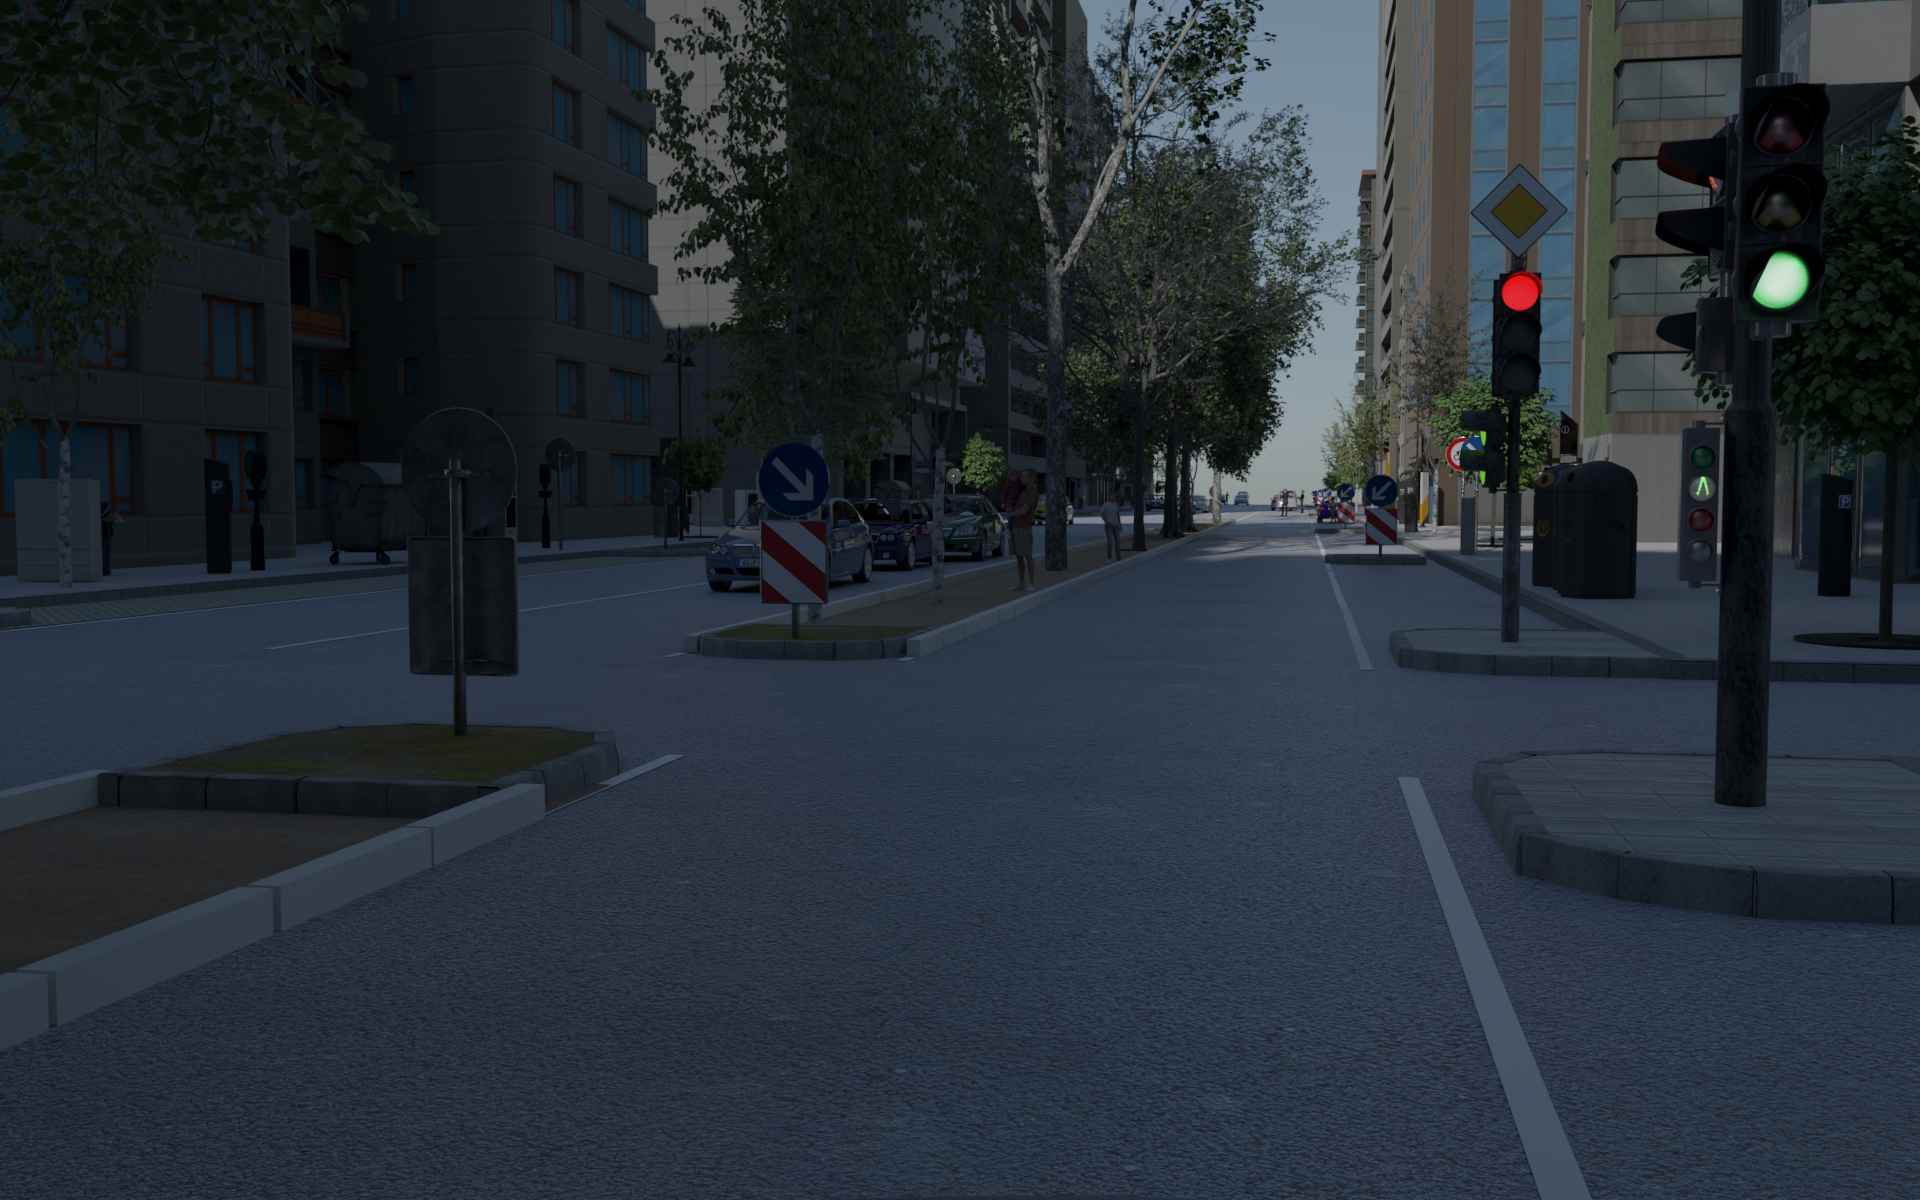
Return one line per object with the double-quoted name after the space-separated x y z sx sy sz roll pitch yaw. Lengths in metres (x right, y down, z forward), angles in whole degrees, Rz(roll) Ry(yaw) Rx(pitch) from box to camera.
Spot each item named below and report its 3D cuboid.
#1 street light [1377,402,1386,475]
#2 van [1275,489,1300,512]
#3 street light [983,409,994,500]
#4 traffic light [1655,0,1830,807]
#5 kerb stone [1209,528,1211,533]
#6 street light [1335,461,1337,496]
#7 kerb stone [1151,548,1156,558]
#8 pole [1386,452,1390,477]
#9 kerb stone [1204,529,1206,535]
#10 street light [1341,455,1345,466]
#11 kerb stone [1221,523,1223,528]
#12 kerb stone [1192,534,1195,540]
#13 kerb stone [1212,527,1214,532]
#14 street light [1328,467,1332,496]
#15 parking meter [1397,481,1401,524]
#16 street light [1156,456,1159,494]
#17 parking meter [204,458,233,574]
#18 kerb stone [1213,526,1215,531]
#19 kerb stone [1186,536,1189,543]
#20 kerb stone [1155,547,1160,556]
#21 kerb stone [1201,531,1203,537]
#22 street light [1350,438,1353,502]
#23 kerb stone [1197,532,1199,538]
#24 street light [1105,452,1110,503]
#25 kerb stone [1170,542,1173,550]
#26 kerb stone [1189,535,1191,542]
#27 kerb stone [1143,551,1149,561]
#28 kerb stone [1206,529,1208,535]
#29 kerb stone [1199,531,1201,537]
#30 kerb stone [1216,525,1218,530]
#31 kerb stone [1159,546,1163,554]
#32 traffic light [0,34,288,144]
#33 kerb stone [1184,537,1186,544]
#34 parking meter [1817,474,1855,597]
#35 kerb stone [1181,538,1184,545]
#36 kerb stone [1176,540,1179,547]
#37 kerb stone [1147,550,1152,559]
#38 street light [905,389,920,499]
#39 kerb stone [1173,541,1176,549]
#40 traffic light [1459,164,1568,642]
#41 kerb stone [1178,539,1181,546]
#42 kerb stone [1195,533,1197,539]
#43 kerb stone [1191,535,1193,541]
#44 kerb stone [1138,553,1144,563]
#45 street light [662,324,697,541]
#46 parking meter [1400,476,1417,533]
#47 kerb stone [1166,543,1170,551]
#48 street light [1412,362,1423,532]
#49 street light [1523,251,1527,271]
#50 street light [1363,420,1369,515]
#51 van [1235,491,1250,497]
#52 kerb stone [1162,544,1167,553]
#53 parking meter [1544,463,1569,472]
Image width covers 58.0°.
21.205 -6.996 87.175 0.468 5.910 1.993 1 4 11 "street light"
26.916 -8.282 142.428 2.013 2.044 4.112 1 4 11 "van"
1.557 -7.403 93.819 0.468 5.910 1.993 1 4 11 "street light"
1.148 -2.000 7.363 4.771 5.953 1.251 1 4 11 "traffic light"
8.800 -2.435 62.012 0.120 0.150 1.000 1 4 11 "kerb stone"
40.902 -13.155 187.872 0.468 5.910 1.993 1 4 11 "street light"
4.245 -1.019 38.852 0.120 0.150 1.000 1 4 11 "kerb stone"
20.853 -5.541 84.438 0.158 3.312 0.155 0 3 0 "pole"
8.206 -2.250 58.978 0.120 0.150 1.000 1 4 11 "kerb stone"
36.078 -11.635 163.025 0.468 5.910 1.993 1 4 11 "street light"
10.586 -2.985 71.058 0.120 0.150 1.000 1 4 11 "kerb stone"
7.015 -1.881 52.952 0.120 0.150 1.000 1 4 11 "kerb stone"
9.201 -2.554 64.022 0.120 0.150 1.000 1 4 11 "kerb stone"
46.347 -14.871 215.934 0.468 5.910 1.993 1 4 11 "street light"
18.762 -4.138 73.370 0.255 1.863 0.399 2 4 24 "parking meter"
23.283 -14.157 204.250 0.468 5.910 1.993 1 4 11 "street light"
-11.922 -1.356 27.886 0.399 1.863 0.255 -1 4 -17 "parking meter"
9.392 -2.614 65.026 0.120 0.150 1.000 1 4 11 "kerb stone"
6.424 -1.697 49.937 0.120 0.150 1.000 1 4 11 "kerb stone"
4.434 -1.080 39.859 0.120 0.150 1.000 1 4 11 "kerb stone"
7.807 -2.126 56.973 0.120 0.150 1.000 1 4 11 "kerb stone"
30.465 -9.908 134.781 0.468 5.910 1.993 1 4 11 "street light"
7.417 -2.004 54.960 0.120 0.150 1.000 1 4 11 "kerb stone"
12.676 -10.852 150.224 0.468 5.910 1.993 1 4 11 "street light"
5.232 -1.324 43.894 0.120 0.150 1.000 1 4 11 "kerb stone"
6.622 -1.758 50.941 0.120 0.150 1.000 1 4 11 "kerb stone"
3.855 -0.896 36.844 0.120 0.150 1.000 1 4 11 "kerb stone"
8.406 -2.312 59.990 0.120 0.150 1.000 1 4 11 "kerb stone"
7.620 -2.066 55.968 0.120 0.150 1.000 1 4 11 "kerb stone"
9.797 -2.737 67.045 0.120 0.150 1.000 1 4 11 "kerb stone"
4.640 -1.138 40.868 0.120 0.150 1.000 1 4 11 "kerb stone"
-9.178 -2.631 17.690 4.771 5.953 1.251 1 4 11 "traffic light"
6.226 -1.632 48.930 0.120 0.150 1.000 1 4 11 "kerb stone"
10.993 -0.815 21.739 0.372 1.533 0.369 0 3 0 "parking meter"
6.032 -1.574 47.926 0.120 0.150 1.000 1 4 11 "kerb stone"
5.629 -1.450 45.901 0.120 0.150 1.000 1 4 11 "kerb stone"
4.044 -0.957 37.850 0.120 0.150 1.000 1 4 11 "kerb stone"
-2.122 -6.263 75.189 0.468 5.910 1.993 1 4 11 "street light"
5.434 -1.389 44.898 0.120 0.150 1.000 1 4 11 "kerb stone"
4.760 -1.591 14.935 0.839 4.253 0.868 1 4 11 "traffic light"
5.830 -1.512 46.915 0.120 0.150 1.000 1 4 11 "kerb stone"
7.218 -1.943 53.956 0.120 0.150 1.000 1 4 11 "kerb stone"
6.819 -1.817 51.944 0.120 0.150 1.000 1 4 11 "kerb stone"
3.648 -0.832 35.832 0.120 0.150 1.000 1 4 11 "kerb stone"
-7.611 -4.547 47.136 0.468 5.910 1.993 1 4 11 "street light"
14.989 -3.177 57.662 0.399 1.863 0.255 2 4 26 "parking meter"
5.048 -1.266 42.887 0.120 0.150 1.000 1 4 11 "kerb stone"
15.624 -5.281 59.140 0.468 5.910 1.993 1 4 11 "street light"
10.011 -3.567 31.111 0.468 5.910 1.993 1 4 11 "street light"
24.920 -8.170 106.362 0.468 5.910 1.993 1 4 11 "street light"
39.088 -14.218 239.470 2.013 2.044 4.112 1 4 12 "van"
4.842 -1.204 41.877 0.120 0.150 1.000 1 4 11 "kerb stone"
11.178 -1.637 32.474 0.399 1.863 0.255 3 4 38 "parking meter"
